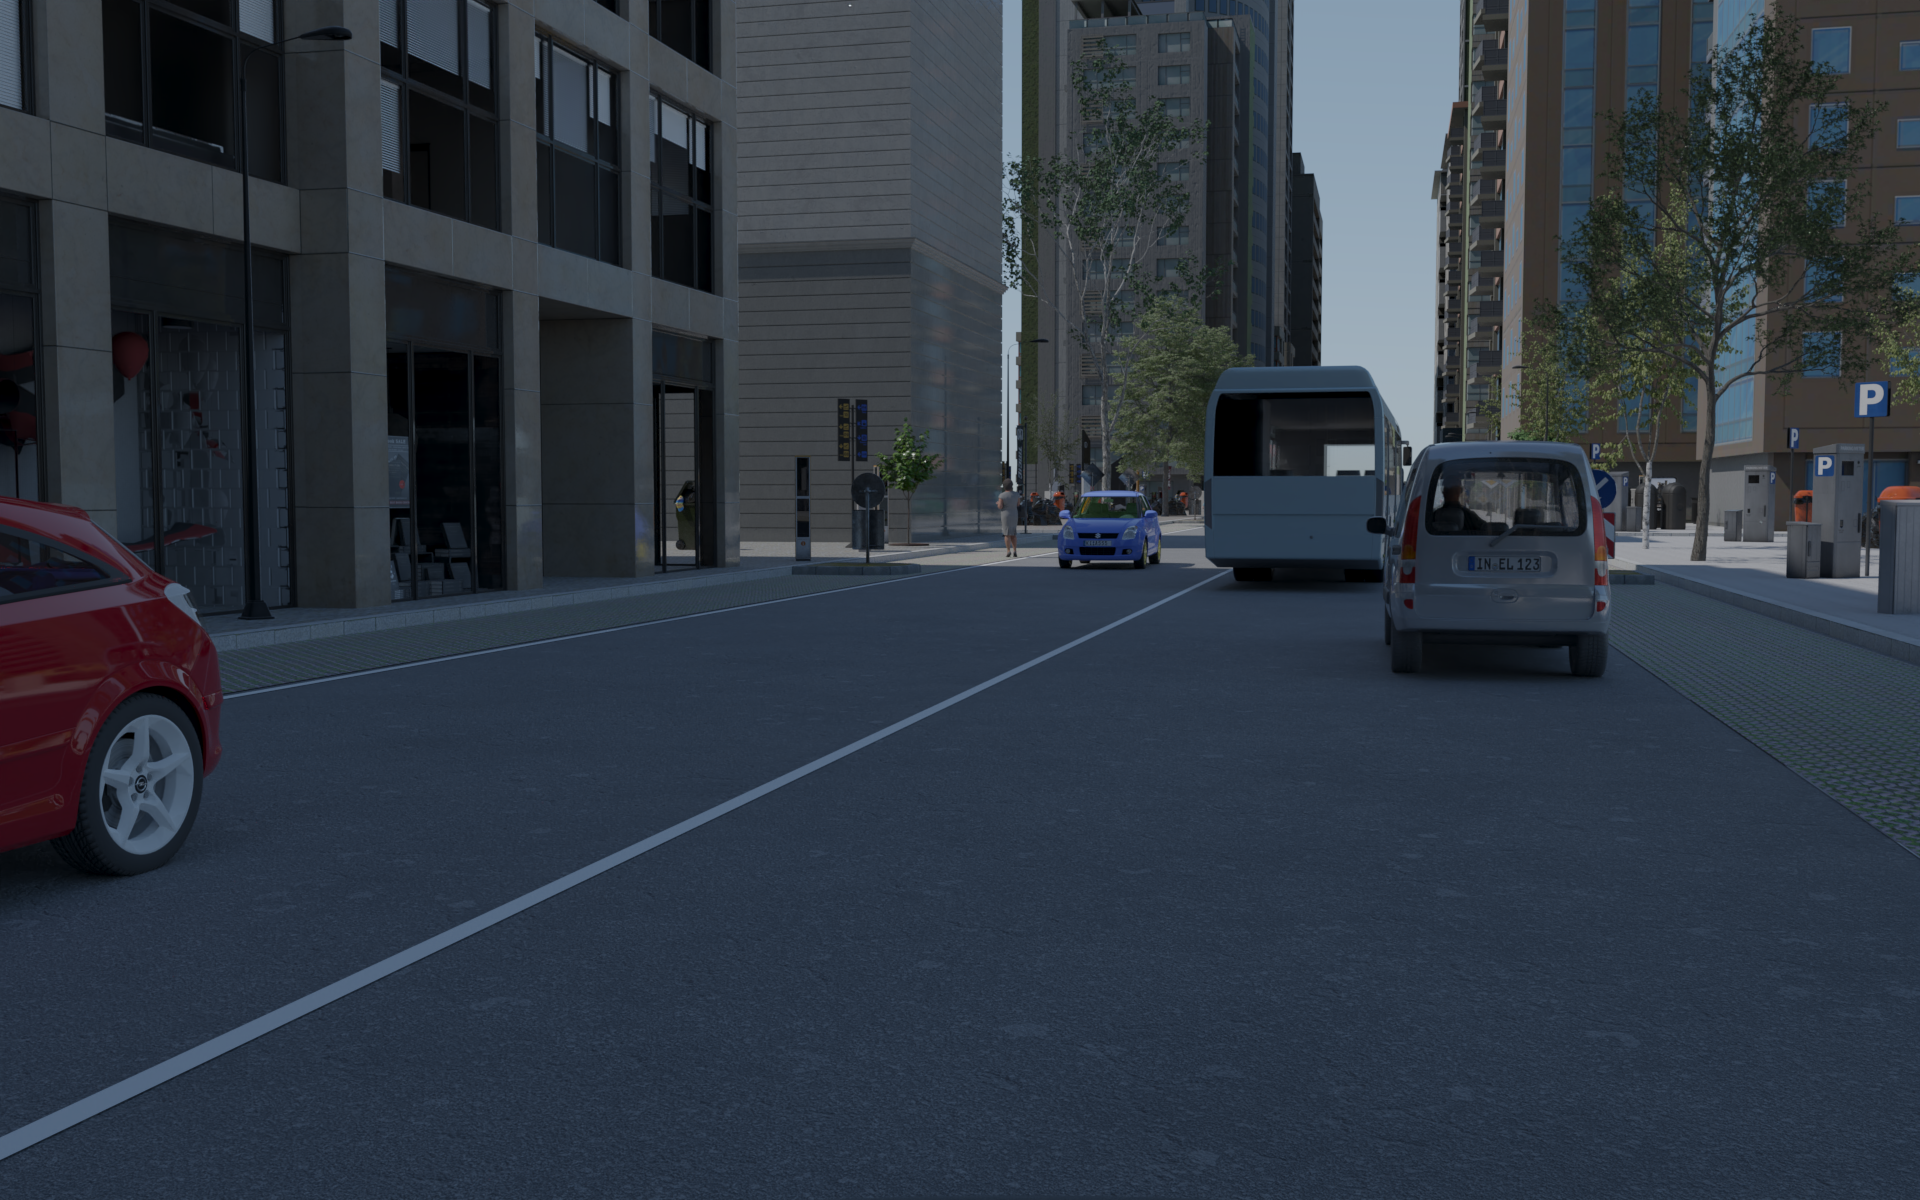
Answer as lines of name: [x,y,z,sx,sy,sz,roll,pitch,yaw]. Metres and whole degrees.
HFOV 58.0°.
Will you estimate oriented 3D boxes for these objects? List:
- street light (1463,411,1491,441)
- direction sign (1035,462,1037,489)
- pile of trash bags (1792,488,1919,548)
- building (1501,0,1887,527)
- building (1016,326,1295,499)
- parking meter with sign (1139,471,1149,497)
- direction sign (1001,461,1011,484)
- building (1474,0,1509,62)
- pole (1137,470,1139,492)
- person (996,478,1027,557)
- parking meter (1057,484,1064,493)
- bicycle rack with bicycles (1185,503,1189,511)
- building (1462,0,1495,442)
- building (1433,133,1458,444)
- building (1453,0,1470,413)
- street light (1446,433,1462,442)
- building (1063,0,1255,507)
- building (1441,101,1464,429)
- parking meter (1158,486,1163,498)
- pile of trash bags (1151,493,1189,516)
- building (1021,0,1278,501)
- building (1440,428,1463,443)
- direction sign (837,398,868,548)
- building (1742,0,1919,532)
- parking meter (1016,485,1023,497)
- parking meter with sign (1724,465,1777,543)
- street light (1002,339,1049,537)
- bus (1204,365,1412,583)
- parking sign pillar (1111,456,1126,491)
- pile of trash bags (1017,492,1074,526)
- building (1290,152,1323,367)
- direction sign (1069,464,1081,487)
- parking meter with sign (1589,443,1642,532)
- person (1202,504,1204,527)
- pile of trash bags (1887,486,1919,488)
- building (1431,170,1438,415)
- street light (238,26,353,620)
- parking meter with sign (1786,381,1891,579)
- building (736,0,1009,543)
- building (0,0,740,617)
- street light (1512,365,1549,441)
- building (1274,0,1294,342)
street light: [29.170,-7.626,97.223,1.470,5.913,1.316,1,4,14]
direction sign: [5.411,-8.028,123.253,0.379,3.537,0.876,0,4,6]
pile of trash bags: [21.789,-1.936,41.408,3.447,1.369,1.912,1,4,23]
building: [33.303,-26.358,81.057,14.600,45.320,14.200,1,4,14]
building: [22.842,-21.425,195.337,27.650,21.520,28.899,1,4,14]
parking meter with sign: [13.960,-8.321,132.305,0.543,3.016,1.738,1,4,22]
direction sign: [3.104,-7.748,118.676,0.379,3.537,0.876,2,4,33]
building: [43.888,-27.780,108.821,22.147,44.769,28.867,1,4,14]
pole: [12.232,-7.659,119.069,0.158,3.312,0.155,0,3,0]
person: [1.161,-1.848,39.076,0.716,1.782,0.532,-1,4,-20]
parking meter: [6.038,-5.998,103.774,0.399,1.863,0.255,-1,4,-22]
bicycle rack with bicycles: [17.410,-7.080,129.146,2.925,0.926,2.852,0,4,-3]
building: [47.483,-27.781,137.816,14.154,41.232,14.086,1,4,14]
building: [82.222,-39.974,242.808,28.713,52.752,27.495,1,4,14]
building: [71.709,-47.821,220.117,20.563,71.187,20.611,1,4,14]
street light: [39.336,-10.114,137.907,1.470,5.913,1.316,1,4,14]
building: [16.878,-28.226,145.085,14.154,41.232,14.086,1,4,14]
building: [64.392,-32.681,188.963,22.147,44.769,28.867,1,4,14]
parking meter: [14.673,-7.399,126.687,0.399,1.863,0.255,1,4,18]
pile of trash bags: [12.656,-5.699,102.924,1.912,1.369,3.447,2,4,34]
building: [18.655,-38.158,165.876,21.231,58.520,28.212,1,4,14]
building: [56.534,-51.736,158.548,22.319,86.520,31.000,1,4,14]
direction sign: [-2.558,-3.017,41.327,0.876,3.537,0.379,-3,5,-41]
building: [35.796,-25.222,62.490,14.200,45.320,14.600,1,4,14]
parking meter: [3.696,-6.235,107.645,0.399,1.863,0.255,-1,4,-13]
parking meter with sign: [21.306,-3.051,46.141,0.543,3.016,1.738,-3,5,-42]
street light: [1.970,-4.861,52.021,1.470,5.913,1.316,1,4,14]
bus: [6.570,-2.233,31.371,2.948,3.499,13.247,1,4,15]
parking sign pillar: [10.503,-7.836,116.583,1.447,3.967,1.447,0,4,0]
pile of trash bags: [3.395,-3.768,71.352,1.912,1.369,3.447,2,4,31]
building: [40.492,-38.325,250.321,21.300,48.544,21.600,1,4,14]
direction sign: [8.628,-8.434,129.885,0.876,3.537,0.379,0,4,7]
parking meter with sign: [22.398,-3.844,59.111,0.543,3.016,1.738,-3,5,-39]
person: [10.693,-4.025,74.174,0.638,1.841,0.748,-2,4,-32]
pile of trash bags: [11.897,-0.647,20.329,3.447,1.369,1.912,-2,4,-31]
building: [88.093,-41.614,269.630,28.713,52.752,27.495,1,4,14]
street light: [-6.708,-2.749,17.483,1.470,5.913,1.316,1,4,14]
parking meter with sign: [13.442,-1.854,26.570,1.738,3.016,0.543,-2,4,-28]
building: [-14.226,-16.879,53.465,29.804,29.767,11.434,1,4,14]
building: [-17.336,-12.927,15.878,19.350,26.468,34.151,1,4,14]
street light: [20.600,-5.503,62.511,1.470,5.913,1.316,1,4,14]
building: [35.481,-48.374,229.166,20.563,71.187,20.611,1,4,14]
